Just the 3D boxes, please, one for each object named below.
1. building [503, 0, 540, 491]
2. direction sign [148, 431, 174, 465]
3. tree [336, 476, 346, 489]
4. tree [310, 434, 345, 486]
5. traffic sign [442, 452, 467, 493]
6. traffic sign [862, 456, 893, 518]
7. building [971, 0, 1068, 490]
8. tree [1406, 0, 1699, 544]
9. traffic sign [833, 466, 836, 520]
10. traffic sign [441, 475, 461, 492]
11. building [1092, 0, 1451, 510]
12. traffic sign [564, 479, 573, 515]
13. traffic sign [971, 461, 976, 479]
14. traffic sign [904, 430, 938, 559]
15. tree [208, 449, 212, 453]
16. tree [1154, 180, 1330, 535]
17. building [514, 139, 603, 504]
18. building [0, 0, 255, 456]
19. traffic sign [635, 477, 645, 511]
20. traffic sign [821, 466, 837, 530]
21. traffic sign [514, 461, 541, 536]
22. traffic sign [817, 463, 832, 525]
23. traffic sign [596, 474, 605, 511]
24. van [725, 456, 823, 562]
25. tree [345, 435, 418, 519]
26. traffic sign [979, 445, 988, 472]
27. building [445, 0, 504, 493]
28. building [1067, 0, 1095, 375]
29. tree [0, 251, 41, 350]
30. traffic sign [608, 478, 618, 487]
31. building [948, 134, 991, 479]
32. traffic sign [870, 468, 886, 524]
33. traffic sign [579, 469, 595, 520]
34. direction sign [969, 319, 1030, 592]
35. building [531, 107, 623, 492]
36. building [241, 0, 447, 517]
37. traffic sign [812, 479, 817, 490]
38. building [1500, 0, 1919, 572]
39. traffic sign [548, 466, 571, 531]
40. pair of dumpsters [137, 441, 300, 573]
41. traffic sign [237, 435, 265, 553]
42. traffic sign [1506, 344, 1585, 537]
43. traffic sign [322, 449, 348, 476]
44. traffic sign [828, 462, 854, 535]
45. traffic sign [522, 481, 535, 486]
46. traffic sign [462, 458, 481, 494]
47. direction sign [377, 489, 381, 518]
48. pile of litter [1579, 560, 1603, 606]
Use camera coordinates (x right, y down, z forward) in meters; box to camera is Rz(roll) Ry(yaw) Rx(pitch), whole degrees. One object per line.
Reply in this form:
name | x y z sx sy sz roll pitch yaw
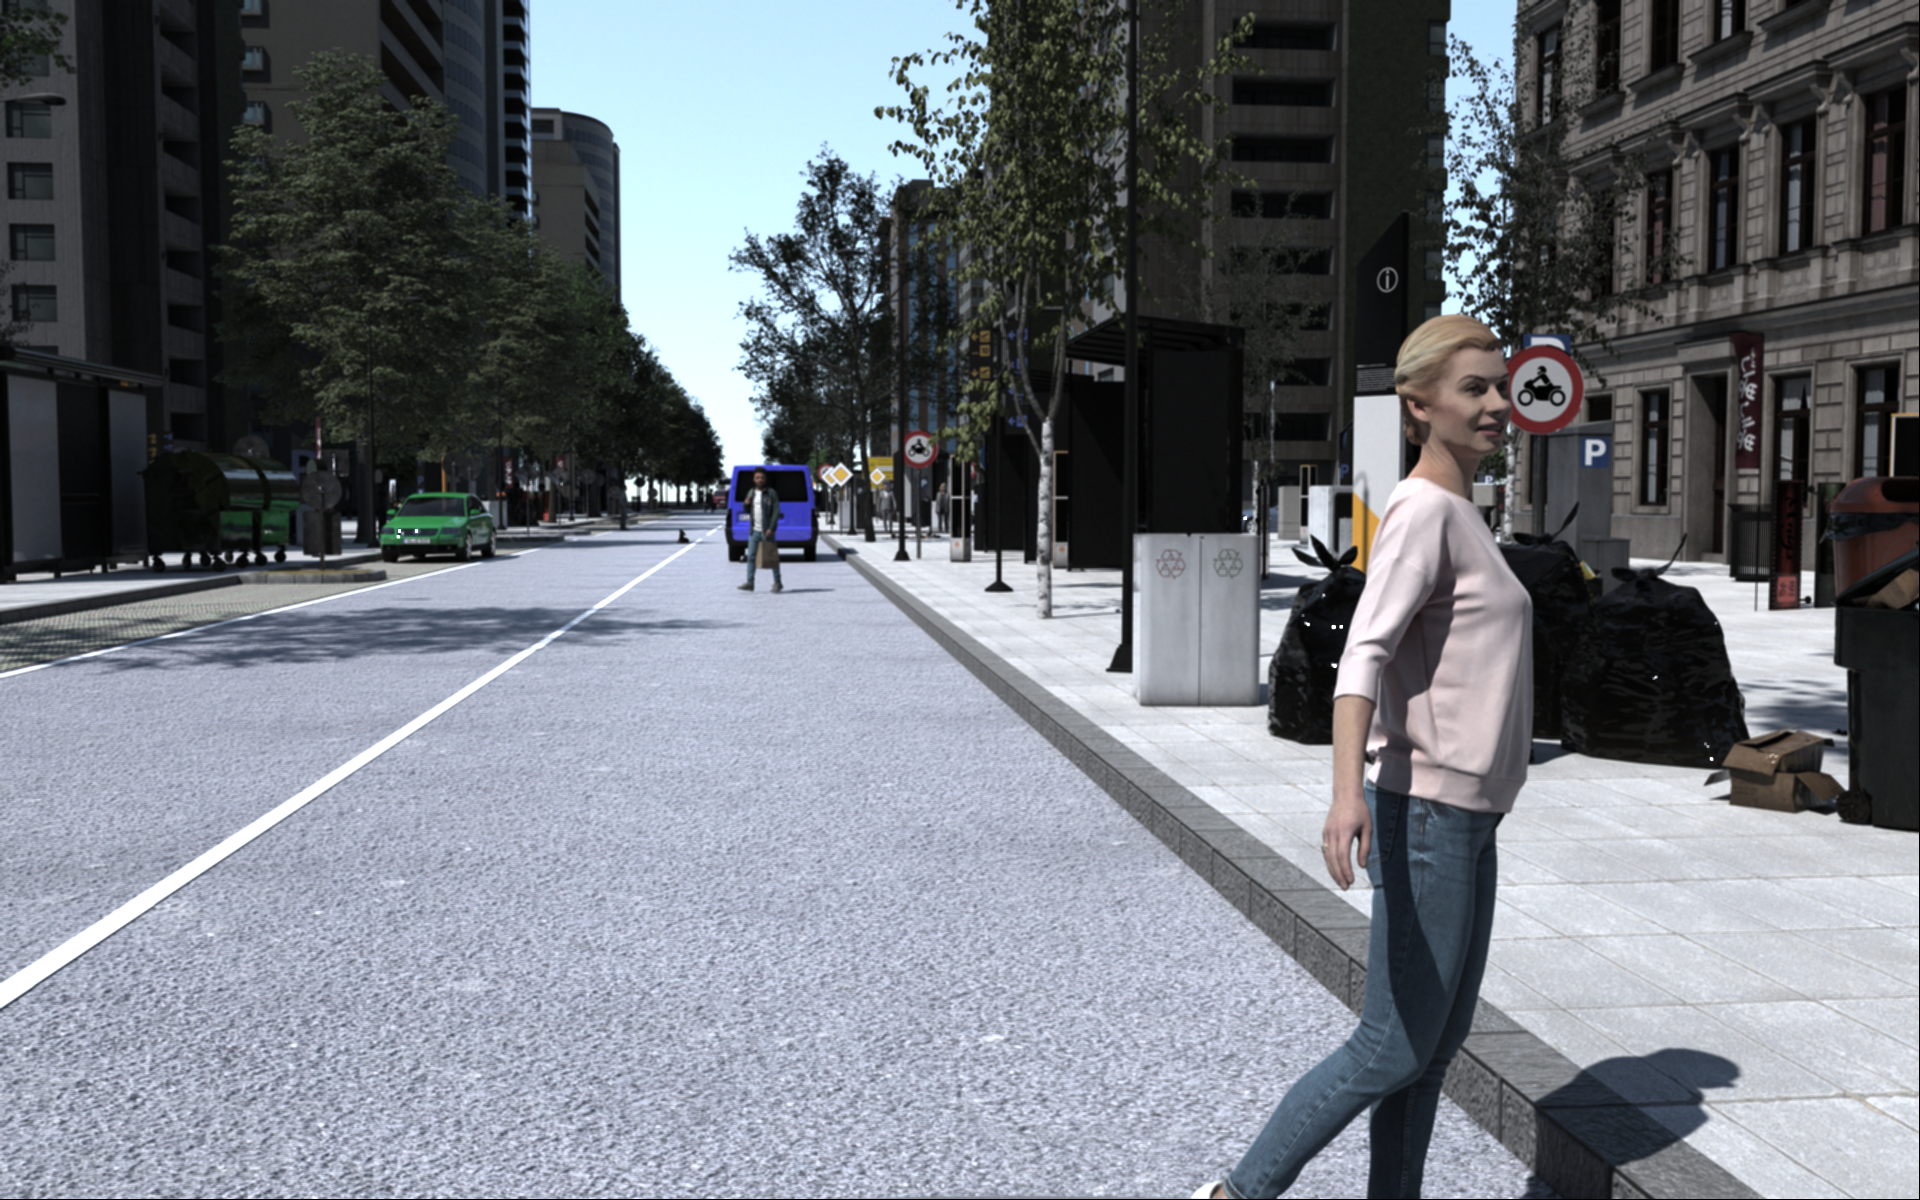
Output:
building | -54.353 -52.731 174.826 22.319 86.520 31.000 0 4 -6
direction sign | -28.714 -4.297 62.254 0.876 3.537 0.379 -1 4 -17
tree | -33.223 -5.920 91.390 1.663 3.219 1.824 0 3 0
tree | -34.817 -6.835 95.460 4.285 4.588 4.351 0 3 0
traffic sign | -15.324 -3.206 52.530 0.768 2.556 0.104 0 4 1
traffic sign | -4.178 -6.091 93.454 2.265 3.308 0.079 0 4 2
building | 11.516 -42.154 127.466 20.563 71.187 20.611 0 4 -6
tree | 8.508 -4.626 25.996 4.360 8.622 3.978 0 3 0
traffic sign | -5.684 -4.732 77.476 0.768 2.556 0.104 0 4 1
traffic sign | -22.551 -4.693 76.727 0.884 2.594 0.081 0 4 1
building | 14.582 -19.157 84.922 14.107 30.474 14.160 0 4 -6
traffic sign | -24.515 -6.587 107.697 0.884 2.594 0.081 0 4 -2
traffic sign | 0.223 -3.850 63.046 0.768 2.556 0.104 0 4 2
traffic sign | -0.816 -2.094 34.336 0.768 2.556 0.104 0 4 -5
tree | -31.650 -4.819 73.391 1.663 3.219 1.824 0 3 0
tree | 6.642 -5.469 39.776 4.360 8.622 3.978 0 3 0
building | -61.461 -37.662 239.475 21.300 48.544 21.600 0 4 -6
building | -41.519 -18.761 78.446 14.160 30.474 14.107 0 4 -6
traffic sign | -23.872 -7.903 129.314 0.768 2.556 0.104 0 4 -3
traffic sign | -4.578 -3.560 61.840 0.795 2.450 0.064 0 4 -6
traffic sign | -13.197 -3.012 52.886 0.795 2.450 0.064 0 4 -6
traffic sign | -5.552 -4.411 72.220 0.768 2.556 0.104 0 4 3
traffic sign | -22.793 -6.683 109.372 0.768 2.556 0.104 0 4 -4
van | -4.154 -2.088 38.517 2.240 2.365 5.245 0 4 -5
tree | -29.292 -6.476 89.598 4.285 4.588 4.351 0 3 0
traffic sign | 0.838 -2.571 42.141 0.768 2.556 0.104 0 3 0
building | -51.027 -36.913 145.530 21.231 58.520 28.212 0 4 -6
building | 14.435 -27.704 103.065 14.600 45.320 14.200 0 4 -6
tree | -24.580 -5.580 41.591 4.360 8.622 3.978 0 3 0
traffic sign | -27.064 -8.257 135.104 0.768 2.556 0.104 0 4 1
building | 12.772 -30.404 188.990 32.217 40.220 23.993 0 4 -6
traffic sign | -3.615 -4.539 75.404 0.795 2.450 0.064 0 4 -3
traffic sign | -18.629 -5.287 86.542 0.768 2.556 0.104 0 4 -5
direction sign | 0.513 -1.880 22.740 0.876 3.537 0.379 2 4 27
building | -63.378 -44.157 263.969 21.231 58.520 28.212 0 4 -6
building | -44.401 -29.532 106.547 21.300 48.544 21.600 0 4 -6
traffic sign | -9.649 -6.908 114.129 0.795 2.450 0.064 0 4 3
building | 18.456 -10.234 31.951 10.561 19.102 19.286 0 4 -6
traffic sign | -14.068 -3.497 60.824 0.795 2.450 0.064 0 4 -6
pair of dumpsters | -12.898 -1.699 30.274 1.574 2.255 4.437 0 4 -6
traffic sign | -15.366 -2.292 37.576 0.768 2.556 0.104 0 4 -4
traffic sign | 4.941 -0.900 14.827 0.768 2.556 0.104 0 4 -6
traffic sign | -14.308 -2.296 39.670 0.606 2.300 0.079 0 4 2
traffic sign | -3.708 -3.074 53.903 0.795 2.450 0.064 0 4 -6
traffic sign | -21.604 -5.176 86.762 0.606 2.300 0.079 0 4 -4
traffic sign | -17.313 -3.738 61.215 0.768 2.556 0.104 0 4 0
direction sign | -31.087 -6.165 92.789 0.379 3.537 0.876 -2 4 -30
pile of litter | 4.360 0.089 12.507 1.719 0.858 1.176 2 4 33
